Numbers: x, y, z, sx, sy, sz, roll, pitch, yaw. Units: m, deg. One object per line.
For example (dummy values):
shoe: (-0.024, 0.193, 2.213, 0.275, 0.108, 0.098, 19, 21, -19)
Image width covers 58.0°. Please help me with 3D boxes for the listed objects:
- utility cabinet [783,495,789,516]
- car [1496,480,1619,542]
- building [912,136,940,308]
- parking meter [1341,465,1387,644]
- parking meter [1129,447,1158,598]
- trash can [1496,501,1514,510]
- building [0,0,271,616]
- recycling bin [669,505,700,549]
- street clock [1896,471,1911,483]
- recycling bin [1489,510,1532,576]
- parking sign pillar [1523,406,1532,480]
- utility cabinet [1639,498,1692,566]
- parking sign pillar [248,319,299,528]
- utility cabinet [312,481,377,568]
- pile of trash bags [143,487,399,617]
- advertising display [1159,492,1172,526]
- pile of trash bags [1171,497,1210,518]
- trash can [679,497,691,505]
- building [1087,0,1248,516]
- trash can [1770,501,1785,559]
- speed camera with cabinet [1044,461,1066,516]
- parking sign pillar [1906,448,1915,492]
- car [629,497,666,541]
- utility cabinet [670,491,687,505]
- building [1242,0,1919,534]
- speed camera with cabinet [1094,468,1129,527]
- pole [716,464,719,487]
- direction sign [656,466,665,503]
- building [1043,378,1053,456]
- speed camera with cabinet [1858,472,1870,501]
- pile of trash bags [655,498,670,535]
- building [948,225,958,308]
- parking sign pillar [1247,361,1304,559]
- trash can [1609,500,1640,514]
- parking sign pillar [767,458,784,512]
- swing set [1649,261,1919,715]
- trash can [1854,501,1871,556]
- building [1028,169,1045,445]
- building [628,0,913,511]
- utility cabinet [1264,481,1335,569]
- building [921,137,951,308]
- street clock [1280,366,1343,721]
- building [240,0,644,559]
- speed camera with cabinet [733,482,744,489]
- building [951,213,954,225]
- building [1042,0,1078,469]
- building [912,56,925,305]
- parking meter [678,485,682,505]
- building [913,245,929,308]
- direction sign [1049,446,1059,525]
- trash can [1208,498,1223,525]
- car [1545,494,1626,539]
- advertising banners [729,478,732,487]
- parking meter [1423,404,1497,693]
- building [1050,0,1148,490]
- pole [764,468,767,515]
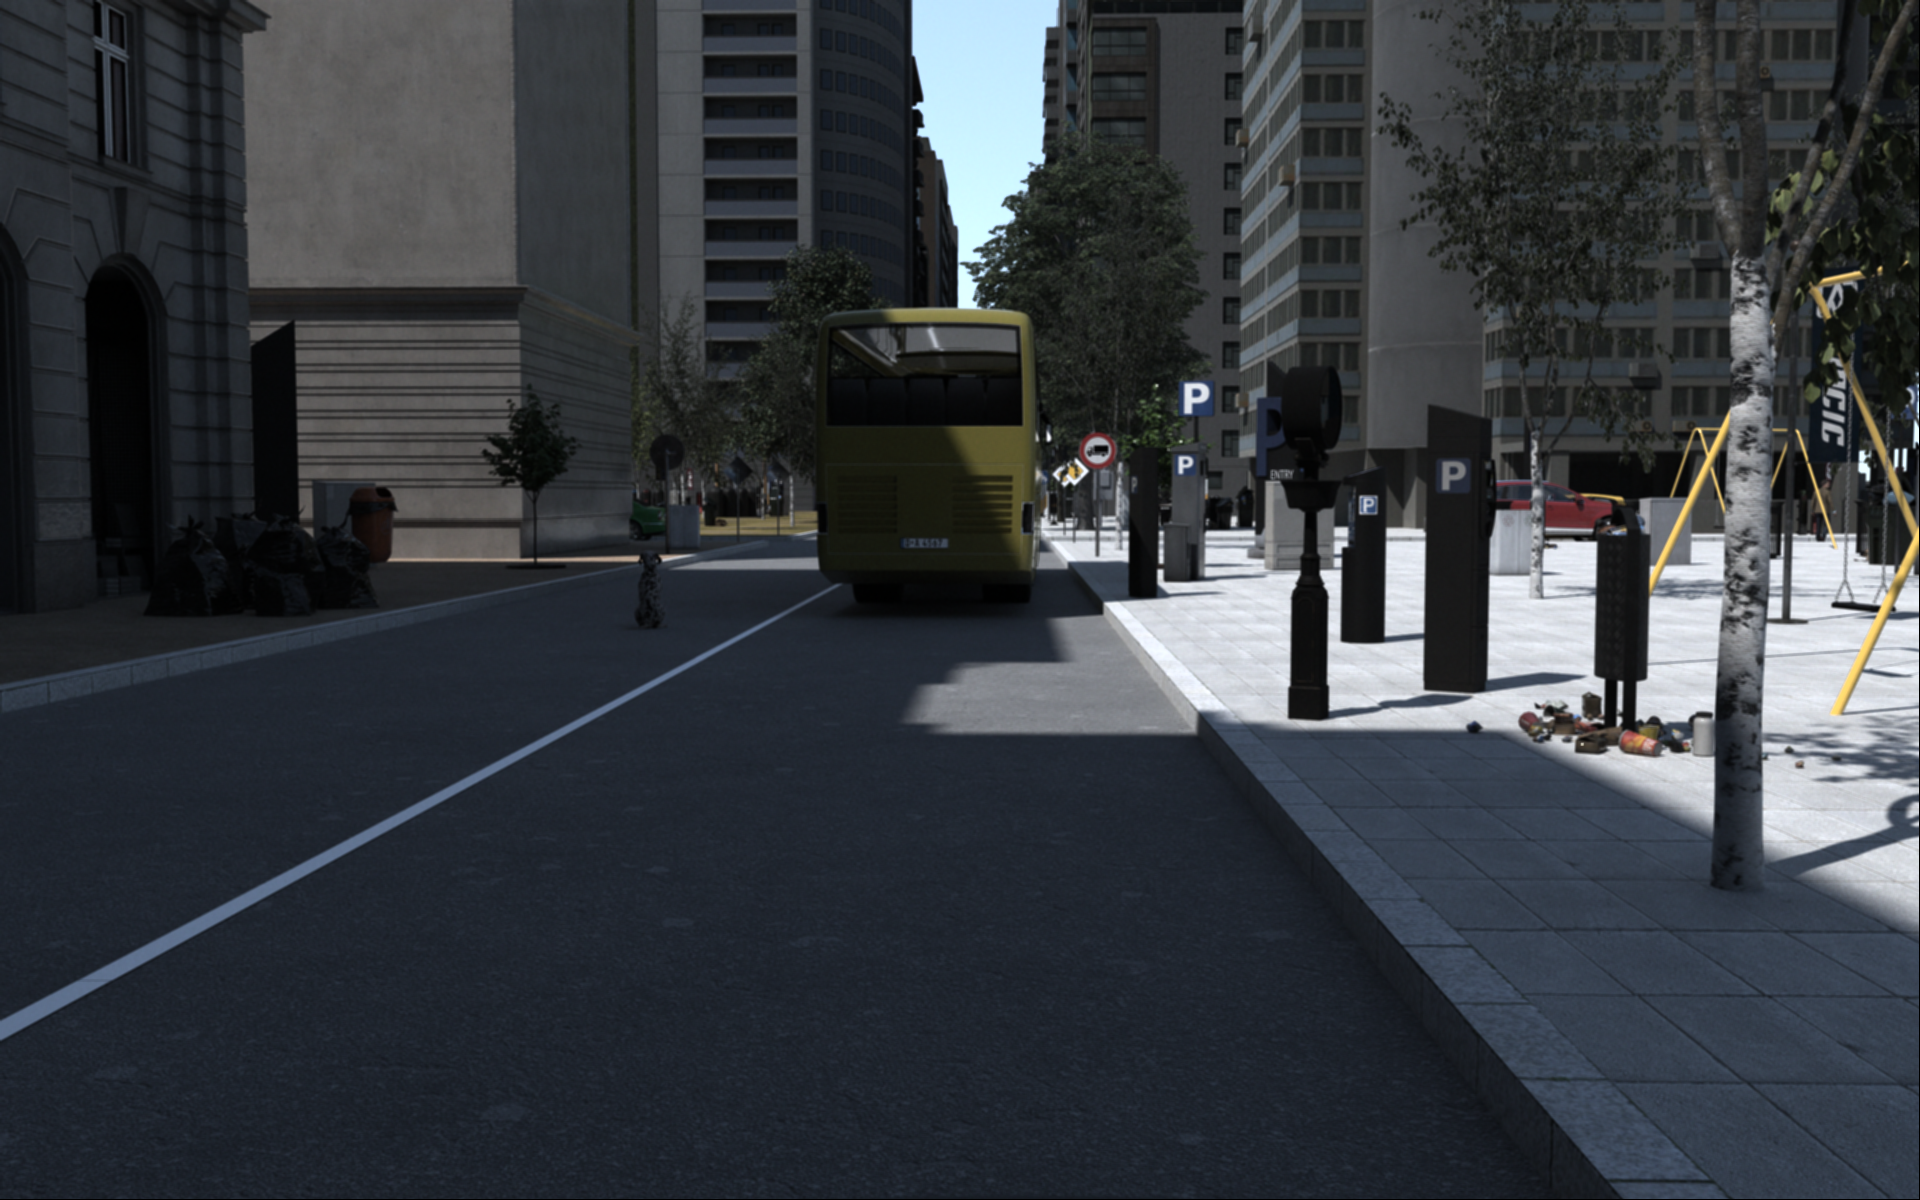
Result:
utility cabinet: (-10.558, -5.570, 102.236, 0.306, 1.237, 1.020, 3, 5, 42)
car: (16.079, -2.413, 48.130, 5.304, 1.827, 2.281, 0, 4, 0)
building: (-9.759, -34.894, 220.631, 14.600, 45.320, 14.200, 0, 4, 2)
parking meter: (3.495, -0.402, 14.990, 0.372, 1.533, 0.369, 0, 3, 0)
parking meter: (2.280, -0.970, 21.564, 0.255, 1.863, 0.399, -1, 4, -16)
trash can: (11.345, -1.534, 36.733, 0.748, 1.137, 0.748, 0, 3, 0)
building: (-15.928, -10.407, 11.959, 13.314, 21.916, 24.055, 0, 4, 2)
recycling bin: (-6.466, -1.714, 40.578, 0.722, 1.027, 0.722, -1, 4, -9)
street clock: (29.890, -3.081, 54.937, 0.471, 2.002, 0.358, -2, 4, -33)
recycling bin: (8.772, -0.920, 27.592, 0.722, 1.027, 0.722, 0, 4, -4)
parking sign pillar: (17.696, -3.988, 53.679, 1.447, 3.967, 1.447, 1, 4, 20)
utility cabinet: (12.683, -1.223, 31.159, 1.020, 1.237, 0.306, -2, 4, -25)
parking sign pillar: (-10.927, -2.341, 26.743, 1.447, 3.967, 1.447, -1, 4, -23)
utility cabinet: (-10.387, -1.261, 29.292, 0.318, 1.500, 1.173, 1, 4, 23)
pile of trash bags: (-7.458, -0.605, 19.642, 1.912, 1.369, 3.447, 1, 4, 13)
advertising display: (8.267, -3.951, 69.820, 0.974, 1.923, 0.123, 1, 4, 22)
pile of trash bags: (12.669, -5.089, 92.960, 3.447, 1.369, 1.912, 0, 4, -7)
trash can: (-15.500, -5.260, 97.658, 0.748, 1.137, 0.748, 0, 3, 0)
building: (14.688, -20.420, 105.566, 14.160, 30.474, 14.107, 0, 4, 2)
trash can: (15.972, -1.390, 34.377, 0.748, 1.137, 0.748, 0, 3, 0)
speed camera with cabinet: (5.801, -6.593, 102.124, 2.038, 3.252, 0.660, -3, 4, -38)
parking sign pillar: (51.702, -6.413, 93.322, 1.447, 3.967, 1.447, 2, 4, 31)
car: (-10.817, -2.557, 50.611, 4.718, 1.807, 1.959, 0, 4, 1)
utility cabinet: (-19.801, -6.920, 121.826, 1.173, 1.500, 0.318, -1, 4, -9)
building: (24.498, -23.178, 70.845, 23.993, 40.220, 32.217, 0, 4, 2)
speed camera with cabinet: (6.343, -4.524, 68.305, 2.038, 3.252, 0.660, 0, 4, -6)
pole: (-16.297, -7.491, 116.313, 0.158, 3.312, 0.155, 0, 3, 0)
direction sign: (-17.025, -6.519, 98.586, 0.379, 3.537, 0.876, 2, 4, 29)
building: (17.624, -27.513, 221.540, 14.160, 30.474, 14.107, 0, 4, 2)
speed camera with cabinet: (37.177, -4.696, 71.111, 0.660, 3.252, 2.038, 0, 4, -7)
pile of trash bags: (-10.567, -2.753, 54.772, 3.447, 1.369, 1.912, 1, 4, 17)
building: (-7.476, -35.042, 256.530, 14.154, 41.232, 14.086, 0, 4, 2)
parking sign pillar: (6.483, -2.821, 34.595, 1.447, 3.967, 1.447, -2, 4, -30)
trash can: (15.314, -1.725, 39.852, 0.748, 1.137, 0.748, 0, 3, 0)
parking sign pillar: (-12.751, -8.046, 120.022, 1.447, 3.967, 1.447, -3, 4, -38)
swing set: (6.375, -0.842, 11.384, 2.862, 2.851, 3.119, 0, 4, -5)
trash can: (18.865, -1.476, 35.782, 0.748, 1.137, 0.748, 0, 3, 0)
building: (25.206, -41.843, 273.375, 28.713, 52.752, 27.495, 0, 4, 2)
building: (-15.164, -36.727, 142.481, 21.231, 58.520, 28.212, 0, 4, 2)
utility cabinet: (5.747, -1.259, 29.269, 1.173, 1.500, 0.318, -1, 4, -20)
building: (-12.646, -37.611, 238.636, 21.300, 48.544, 21.600, 0, 4, 2)
street clock: (1.996, -0.324, 9.863, 0.358, 2.002, 0.471, 2, 4, 27)
building: (-18.306, -12.398, 38.864, 21.152, 22.565, 11.583, 0, 4, 2)
speed camera with cabinet: (-13.110, -6.608, 102.375, 0.660, 3.252, 2.038, 0, 4, -8)
building: (-11.878, -39.789, 274.248, 21.300, 48.544, 21.600, 0, 4, 2)
building: (19.013, -33.275, 163.648, 23.786, 49.044, 30.456, 0, 4, 2)
building: (-14.901, -31.609, 171.432, 22.147, 44.769, 28.867, 0, 4, 2)
parking meter: (-18.194, -6.562, 113.007, 0.255, 1.863, 0.399, -2, 4, -34)
building: (-10.767, -25.780, 193.207, 14.160, 30.474, 14.107, 0, 4, 2)
direction sign: (3.899, -4.877, 71.729, 0.379, 3.537, 0.876, 0, 4, 0)
trash can: (9.643, -3.248, 64.754, 0.748, 1.137, 0.748, 0, 3, 0)
car: (17.616, -2.454, 50.342, 3.980, 1.641, 2.015, 0, 4, 3)
advertising banners: (-14.974, -7.311, 115.729, 0.090, 3.025, 2.074, 2, 4, 24)
parking meter: (3.251, -0.340, 11.262, 0.399, 1.863, 0.255, 2, 4, 33)
building: (17.712, -42.768, 137.514, 20.563, 71.187, 20.611, 0, 4, 2)
pole: (-12.211, -7.009, 108.442, 0.158, 3.312, 0.155, 0, 3, 0)
